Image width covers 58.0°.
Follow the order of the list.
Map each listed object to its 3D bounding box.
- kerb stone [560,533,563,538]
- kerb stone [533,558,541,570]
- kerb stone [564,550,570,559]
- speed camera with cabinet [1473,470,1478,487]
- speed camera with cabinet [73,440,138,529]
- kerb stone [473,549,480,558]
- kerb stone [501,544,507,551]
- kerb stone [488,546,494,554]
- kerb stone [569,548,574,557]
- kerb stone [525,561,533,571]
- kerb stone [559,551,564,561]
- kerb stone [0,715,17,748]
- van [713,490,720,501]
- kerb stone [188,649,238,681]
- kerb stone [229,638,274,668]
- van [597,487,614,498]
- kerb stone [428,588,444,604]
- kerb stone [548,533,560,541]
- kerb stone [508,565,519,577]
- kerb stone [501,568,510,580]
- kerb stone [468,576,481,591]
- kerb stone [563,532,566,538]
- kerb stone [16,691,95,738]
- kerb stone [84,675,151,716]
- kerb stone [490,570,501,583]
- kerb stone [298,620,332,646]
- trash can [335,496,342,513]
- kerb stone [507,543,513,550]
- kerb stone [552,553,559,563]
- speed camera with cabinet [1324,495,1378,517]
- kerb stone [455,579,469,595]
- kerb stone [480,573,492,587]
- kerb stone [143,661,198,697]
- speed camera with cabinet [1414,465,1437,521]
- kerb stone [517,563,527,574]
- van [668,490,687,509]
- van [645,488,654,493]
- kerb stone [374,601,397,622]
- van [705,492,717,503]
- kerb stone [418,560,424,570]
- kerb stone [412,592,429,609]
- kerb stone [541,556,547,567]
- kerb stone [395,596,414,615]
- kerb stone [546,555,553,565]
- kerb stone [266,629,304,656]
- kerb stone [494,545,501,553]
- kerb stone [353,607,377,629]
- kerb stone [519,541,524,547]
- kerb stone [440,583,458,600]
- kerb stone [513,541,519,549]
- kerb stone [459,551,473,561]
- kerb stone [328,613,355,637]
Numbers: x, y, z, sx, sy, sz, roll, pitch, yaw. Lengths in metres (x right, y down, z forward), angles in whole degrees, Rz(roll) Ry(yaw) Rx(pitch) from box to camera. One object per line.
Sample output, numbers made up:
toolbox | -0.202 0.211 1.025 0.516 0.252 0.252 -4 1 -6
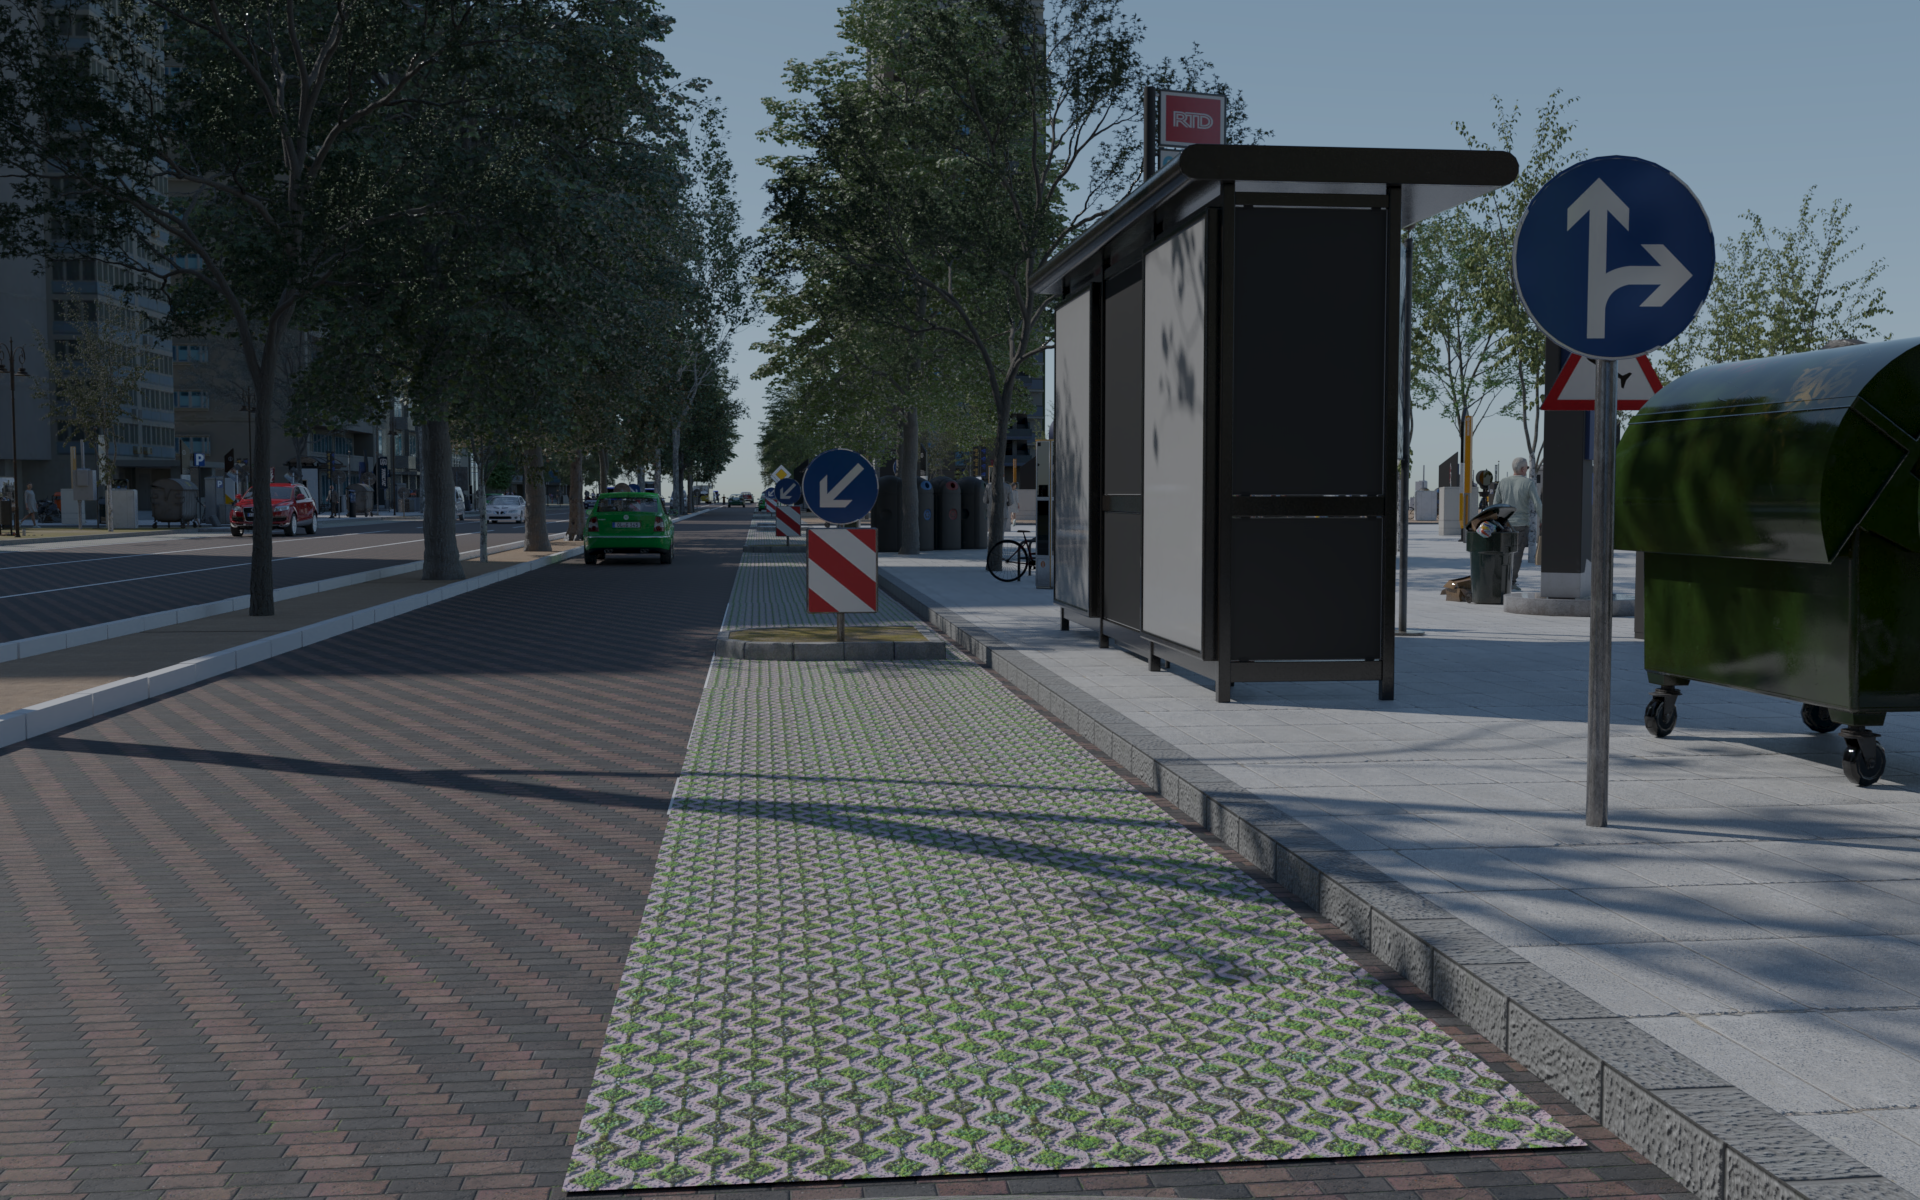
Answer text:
kerb stone | -12.847 -2.017 55.180 0.120 0.150 1.000 0 4 -7
kerb stone | -8.163 -0.659 33.014 0.120 0.150 1.000 0 4 -7
kerb stone | -8.759 -0.973 38.111 0.120 0.150 1.000 0 4 -7
speed camera with cabinet | 41.095 -8.977 141.109 2.038 3.252 0.660 1 4 17
speed camera with cabinet | -31.198 -4.214 63.229 2.038 3.252 0.660 -1 4 -14
kerb stone | -10.963 -1.021 38.886 0.120 0.150 1.000 0 4 -7
kerb stone | -11.434 -1.270 42.963 0.120 0.150 1.000 0 4 -7
kerb stone | -11.197 -1.145 40.917 0.120 0.150 1.000 0 4 -7
kerb stone | -8.888 -1.036 39.136 0.120 0.150 1.000 0 4 -7
kerb stone | -8.065 -0.598 31.996 0.120 0.150 1.000 0 4 -7
kerb stone | -8.644 -0.911 37.087 0.120 0.150 1.000 0 4 -7
kerb stone | -5.457 0.770 9.603 0.120 0.150 1.000 0 4 -7
van | -41.677 -17.641 292.806 2.240 2.365 5.245 0 4 -7
kerb stone | -5.935 0.524 13.676 0.120 0.150 1.000 0 4 -7
kerb stone | -6.049 0.461 14.692 0.120 0.150 1.000 0 4 -7
van | -28.934 -8.551 144.195 2.240 2.365 5.245 0 4 -6
kerb stone | -6.986 -0.029 22.833 0.120 0.150 1.000 0 4 -7
kerb stone | -12.719 -1.955 54.166 0.120 0.150 1.000 0 4 -7
kerb stone | -7.812 -0.469 29.957 0.120 0.150 1.000 0 4 -7
kerb stone | -7.697 -0.413 28.940 0.120 0.150 1.000 0 4 -7
kerb stone | -7.341 -0.226 25.889 0.120 0.150 1.000 0 4 -7
kerb stone | -12.967 -2.080 56.203 0.120 0.150 1.000 0 4 -7
kerb stone | -5.575 0.708 10.621 0.120 0.150 1.000 0 4 -7
kerb stone | -5.697 0.646 11.642 0.120 0.150 1.000 0 4 -7
kerb stone | -7.584 -0.350 27.919 0.120 0.150 1.000 0 4 -7
kerb stone | -6.281 0.334 16.731 0.120 0.150 1.000 0 4 -7
trash can | -41.415 -6.327 115.102 0.748 1.137 0.748 0 3 0
kerb stone | -11.551 -1.333 43.984 0.120 0.150 1.000 0 4 -7
kerb stone | -8.519 -0.848 36.068 0.120 0.150 1.000 0 4 -7
speed camera with cabinet | 13.412 -3.984 59.471 2.038 3.252 0.660 -2 4 -34
kerb stone | -7.229 -0.164 24.873 0.120 0.150 1.000 0 4 -7
kerb stone | -7.454 -0.288 26.905 0.120 0.150 1.000 0 4 -7
kerb stone | -5.811 0.590 12.658 0.120 0.150 1.000 0 4 -7
speed camera with cabinet | 21.727 -5.410 82.792 2.038 3.252 0.660 0 4 7
kerb stone | -7.925 -0.536 30.977 0.120 0.150 1.000 0 4 -7
van | -27.074 -9.776 166.850 2.013 2.044 4.112 0 4 -7
van | -33.308 -11.015 184.472 2.240 2.365 5.245 -1 4 -8
kerb stone | -6.630 0.148 19.778 0.120 0.150 1.000 0 4 -7
van | -39.049 -16.149 271.039 2.013 2.044 4.112 0 4 -7
kerb stone | -10.252 -0.647 32.770 0.120 0.150 1.000 0 4 -7
kerb stone | -6.872 0.027 21.814 0.120 0.150 1.000 0 4 -7
kerb stone | -8.285 -0.717 34.029 0.120 0.150 1.000 0 4 -7
kerb stone | -6.748 0.087 20.794 0.120 0.150 1.000 0 4 -7
kerb stone | -8.406 -0.786 35.045 0.120 0.150 1.000 0 4 -7
kerb stone | -6.169 0.397 15.712 0.120 0.150 1.000 0 4 -7
kerb stone | -11.317 -1.208 41.938 0.120 0.150 1.000 0 4 -7
kerb stone | -6.518 0.210 18.762 0.120 0.150 1.000 0 4 -7
kerb stone | -11.788 -1.457 46.015 0.120 0.150 1.000 0 4 -7
kerb stone | -7.104 -0.097 23.858 0.120 0.150 1.000 0 4 -7
kerb stone | -11.661 -1.395 45.000 0.120 0.150 1.000 0 4 -7
kerb stone | -10.850 -0.958 37.866 0.120 0.150 1.000 0 4 -7
kerb stone | -6.405 0.272 17.746 0.120 0.150 1.000 0 4 -7
